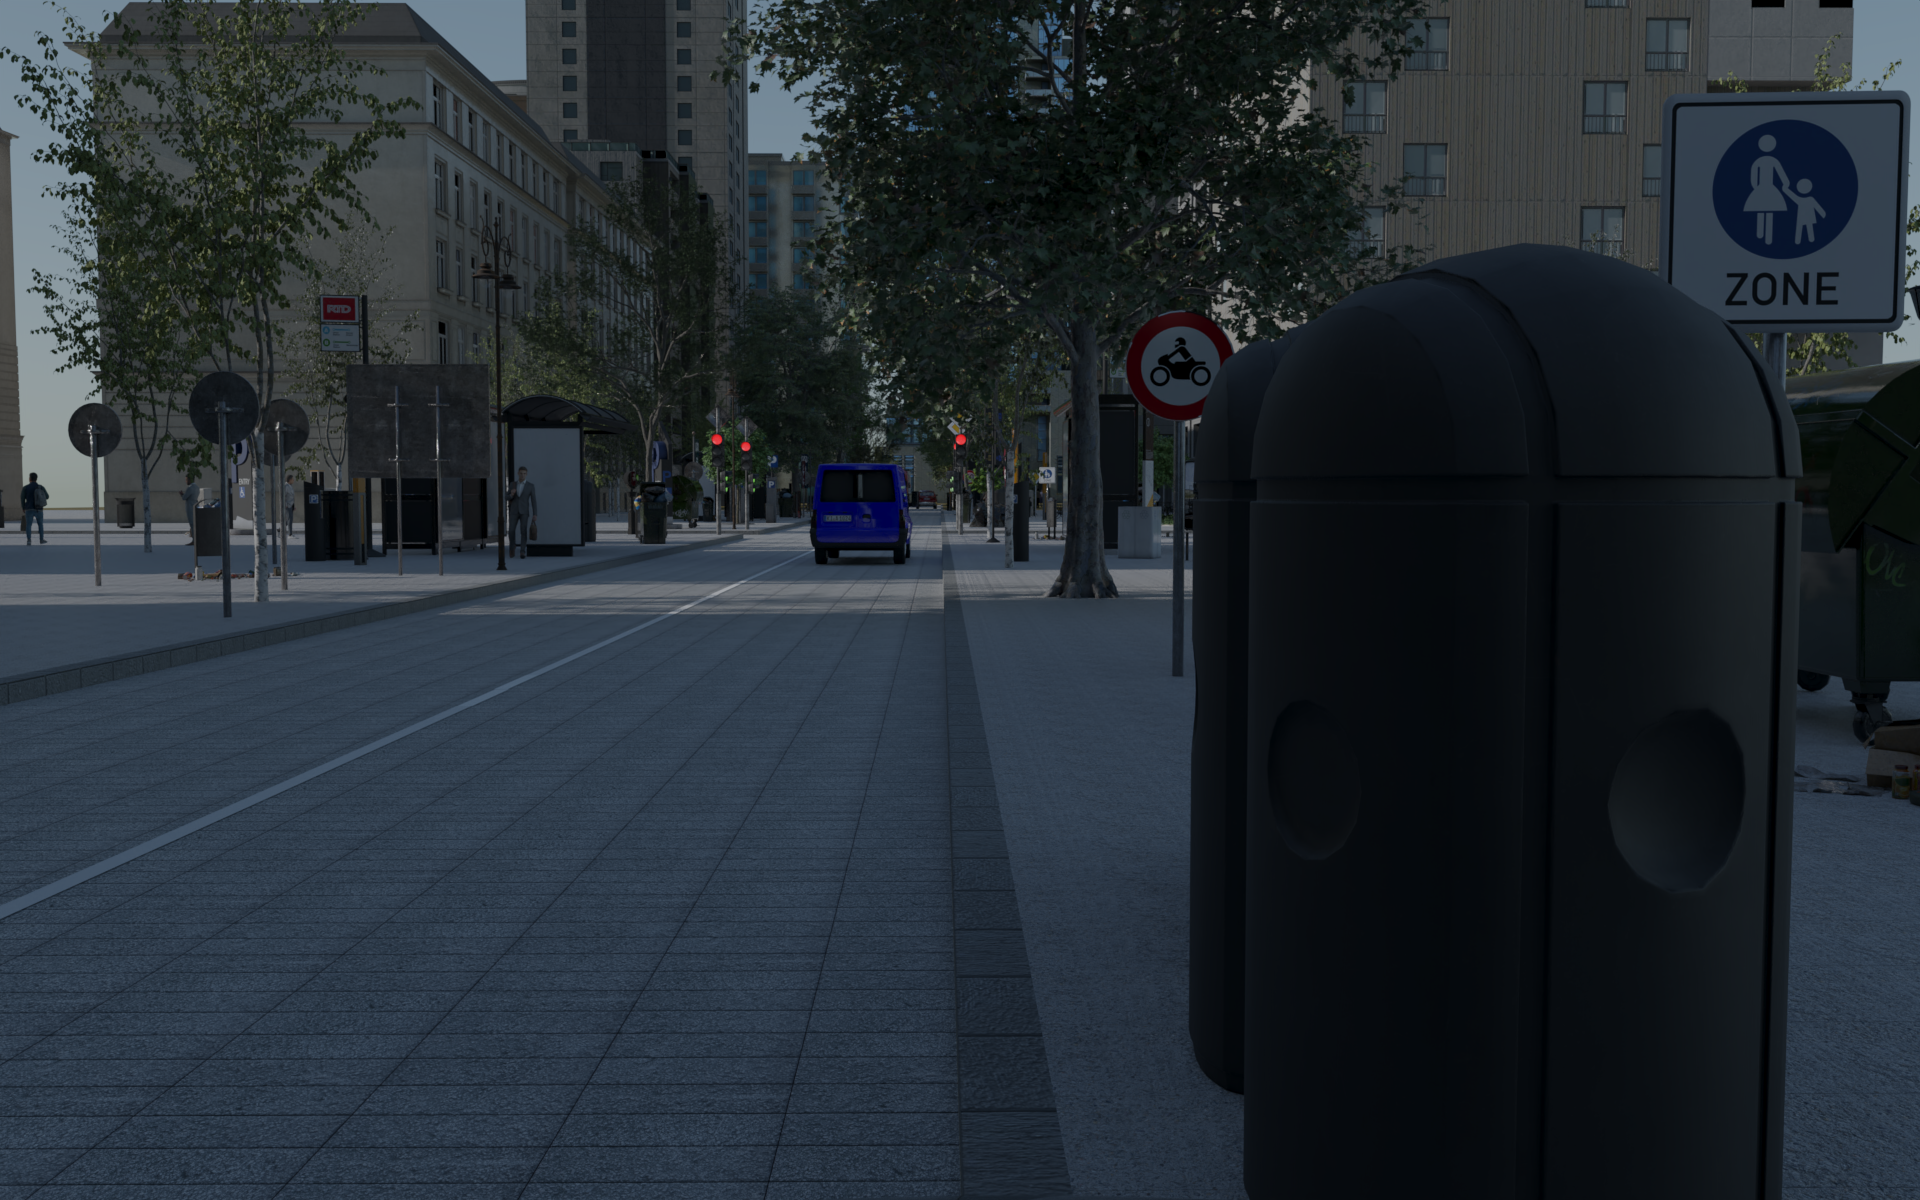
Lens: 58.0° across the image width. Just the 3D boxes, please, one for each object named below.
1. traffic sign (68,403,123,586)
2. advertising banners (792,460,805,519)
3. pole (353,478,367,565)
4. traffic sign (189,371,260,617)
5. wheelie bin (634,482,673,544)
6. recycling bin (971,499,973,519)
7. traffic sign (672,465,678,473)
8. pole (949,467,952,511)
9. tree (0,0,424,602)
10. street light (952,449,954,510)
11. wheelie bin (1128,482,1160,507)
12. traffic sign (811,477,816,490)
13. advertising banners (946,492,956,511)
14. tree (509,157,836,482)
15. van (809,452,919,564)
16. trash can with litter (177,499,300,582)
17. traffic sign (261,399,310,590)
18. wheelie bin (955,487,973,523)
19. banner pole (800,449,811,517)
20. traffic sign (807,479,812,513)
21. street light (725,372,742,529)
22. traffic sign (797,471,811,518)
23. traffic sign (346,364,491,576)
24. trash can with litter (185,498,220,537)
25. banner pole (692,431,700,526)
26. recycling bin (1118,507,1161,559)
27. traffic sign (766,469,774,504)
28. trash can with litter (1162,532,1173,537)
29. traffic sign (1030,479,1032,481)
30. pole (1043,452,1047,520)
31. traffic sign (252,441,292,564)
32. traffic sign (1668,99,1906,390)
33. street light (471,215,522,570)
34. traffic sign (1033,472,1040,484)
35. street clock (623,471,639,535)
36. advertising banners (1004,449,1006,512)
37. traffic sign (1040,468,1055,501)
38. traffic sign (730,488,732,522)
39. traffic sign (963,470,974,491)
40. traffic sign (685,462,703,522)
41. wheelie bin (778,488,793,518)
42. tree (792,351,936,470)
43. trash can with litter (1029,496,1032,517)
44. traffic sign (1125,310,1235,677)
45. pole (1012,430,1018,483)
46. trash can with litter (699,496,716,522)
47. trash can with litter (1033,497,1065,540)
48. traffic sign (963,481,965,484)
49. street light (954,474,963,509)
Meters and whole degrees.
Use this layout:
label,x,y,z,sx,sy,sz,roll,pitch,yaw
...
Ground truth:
label,x,y,z,sx,sy,sz,roll,pitch,yaw
traffic sign,-12.052,-1.470,24.146,0.768,2.556,0.104,0,4,2
advertising banners,-8.467,-5.802,91.055,0.090,3.025,2.074,-2,4,-23
pole,-10.819,-2.282,31.160,0.158,3.312,0.155,0,3,0
traffic sign,-7.630,-1.092,17.966,0.768,2.556,0.104,0,4,5
wheelie bin,-7.848,-2.238,44.493,0.980,1.594,0.693,-1,4,-19
recycling bin,0.307,-4.756,90.315,0.722,1.027,0.722,0,4,1
traffic sign,-12.699,-4.635,75.886,0.768,2.556,0.104,0,3,0
pole,-0.721,-8.410,131.343,0.158,3.312,0.155,0,3,0
tree,-8.560,-4.279,20.331,4.737,8.622,4.395,0,3,0
street light,-0.459,-10.021,136.636,0.468,5.910,1.993,0,4,-1
wheelie bin,4.789,-2.305,45.592,0.980,1.594,0.693,0,4,-1
traffic sign,-10.711,-7.817,127.917,0.768,2.556,0.104,0,4,5
advertising banners,-0.143,-8.339,132.529,2.074,3.025,0.090,-2,4,-26
tree,-9.041,-7.011,49.045,8.767,10.594,7.601,1,4,15
van,-2.038,-1.999,37.065,2.240,2.365,5.245,0,3,0
trash can with litter,-11.018,-0.944,26.485,1.678,1.210,2.233,3,4,38
traffic sign,-9.050,-1.408,23.130,0.768,2.556,0.104,0,4,5
wheelie bin,0.183,-4.194,76.478,0.693,1.594,0.980,1,4,13
banner pole,-8.418,-6.439,95.298,0.863,3.779,0.401,-3,4,-38
traffic sign,-10.086,-6.859,114.266,0.606,2.300,0.079,0,4,4
street light,-8.186,-5.495,62.627,0.468,5.910,1.993,0,4,-1
traffic sign,-8.554,-5.788,94.742,0.768,2.556,0.104,0,4,3
traffic sign,-8.477,-2.034,27.135,2.265,3.308,0.079,0,4,2
trash can with litter,-22.514,-2.461,51.619,1.055,1.170,0.624,-2,4,-34
banner pole,-10.594,-4.863,69.521,0.401,3.779,0.863,1,4,10
recycling bin,3.600,-1.353,34.678,0.722,1.027,0.722,1,4,21
traffic sign,-9.827,-5.387,88.190,0.768,2.556,0.104,0,4,6
trash can with litter,5.558,-2.491,51.781,2.233,1.210,1.678,0,4,5
traffic sign,4.675,-6.794,111.194,0.768,2.556,0.104,0,4,5
pole,4.158,-5.570,84.906,0.158,3.312,0.155,0,3,0
traffic sign,-12.557,-1.930,31.663,0.768,2.556,0.104,0,4,0
traffic sign,2.106,-0.146,4.511,0.606,2.300,0.079,0,4,4
street light,-7.730,-3.440,29.039,0.468,5.910,1.993,0,4,-1
traffic sign,4.071,-5.688,92.734,0.795,2.593,0.064,0,4,7
street clock,-10.398,-3.074,54.834,0.358,2.002,0.471,3,5,41
advertising banners,1.702,-4.090,63.052,0.090,3.025,2.074,0,4,-3
traffic sign,3.353,-3.933,66.435,0.606,2.300,0.079,0,4,5
traffic sign,-10.544,-4.861,79.575,0.768,2.556,0.104,0,4,2
traffic sign,0.528,-5.642,92.354,0.768,2.556,0.104,0,4,8
traffic sign,-10.522,-4.177,68.406,0.768,2.556,0.104,0,4,5
wheelie bin,-9.545,-5.311,94.747,0.980,1.594,0.693,3,5,44
tree,-8.645,-12.036,122.547,9.928,11.665,9.643,0,3,0
trash can with litter,3.448,-5.113,94.988,0.624,1.170,1.055,-3,5,-42
traffic sign,1.535,-0.735,12.127,0.768,2.556,0.104,0,4,5
pole,1.707,-3.664,53.746,0.158,3.312,0.155,0,3,0
trash can with litter,-11.647,-4.206,80.152,0.624,1.170,1.055,0,4,7
trash can with litter,2.609,-2.304,48.722,1.678,1.210,2.233,-1,4,-16
traffic sign,0.477,-6.248,102.253,0.768,2.556,0.104,0,4,4
street light,0.091,-7.043,87.945,0.468,5.910,1.993,0,4,-1
